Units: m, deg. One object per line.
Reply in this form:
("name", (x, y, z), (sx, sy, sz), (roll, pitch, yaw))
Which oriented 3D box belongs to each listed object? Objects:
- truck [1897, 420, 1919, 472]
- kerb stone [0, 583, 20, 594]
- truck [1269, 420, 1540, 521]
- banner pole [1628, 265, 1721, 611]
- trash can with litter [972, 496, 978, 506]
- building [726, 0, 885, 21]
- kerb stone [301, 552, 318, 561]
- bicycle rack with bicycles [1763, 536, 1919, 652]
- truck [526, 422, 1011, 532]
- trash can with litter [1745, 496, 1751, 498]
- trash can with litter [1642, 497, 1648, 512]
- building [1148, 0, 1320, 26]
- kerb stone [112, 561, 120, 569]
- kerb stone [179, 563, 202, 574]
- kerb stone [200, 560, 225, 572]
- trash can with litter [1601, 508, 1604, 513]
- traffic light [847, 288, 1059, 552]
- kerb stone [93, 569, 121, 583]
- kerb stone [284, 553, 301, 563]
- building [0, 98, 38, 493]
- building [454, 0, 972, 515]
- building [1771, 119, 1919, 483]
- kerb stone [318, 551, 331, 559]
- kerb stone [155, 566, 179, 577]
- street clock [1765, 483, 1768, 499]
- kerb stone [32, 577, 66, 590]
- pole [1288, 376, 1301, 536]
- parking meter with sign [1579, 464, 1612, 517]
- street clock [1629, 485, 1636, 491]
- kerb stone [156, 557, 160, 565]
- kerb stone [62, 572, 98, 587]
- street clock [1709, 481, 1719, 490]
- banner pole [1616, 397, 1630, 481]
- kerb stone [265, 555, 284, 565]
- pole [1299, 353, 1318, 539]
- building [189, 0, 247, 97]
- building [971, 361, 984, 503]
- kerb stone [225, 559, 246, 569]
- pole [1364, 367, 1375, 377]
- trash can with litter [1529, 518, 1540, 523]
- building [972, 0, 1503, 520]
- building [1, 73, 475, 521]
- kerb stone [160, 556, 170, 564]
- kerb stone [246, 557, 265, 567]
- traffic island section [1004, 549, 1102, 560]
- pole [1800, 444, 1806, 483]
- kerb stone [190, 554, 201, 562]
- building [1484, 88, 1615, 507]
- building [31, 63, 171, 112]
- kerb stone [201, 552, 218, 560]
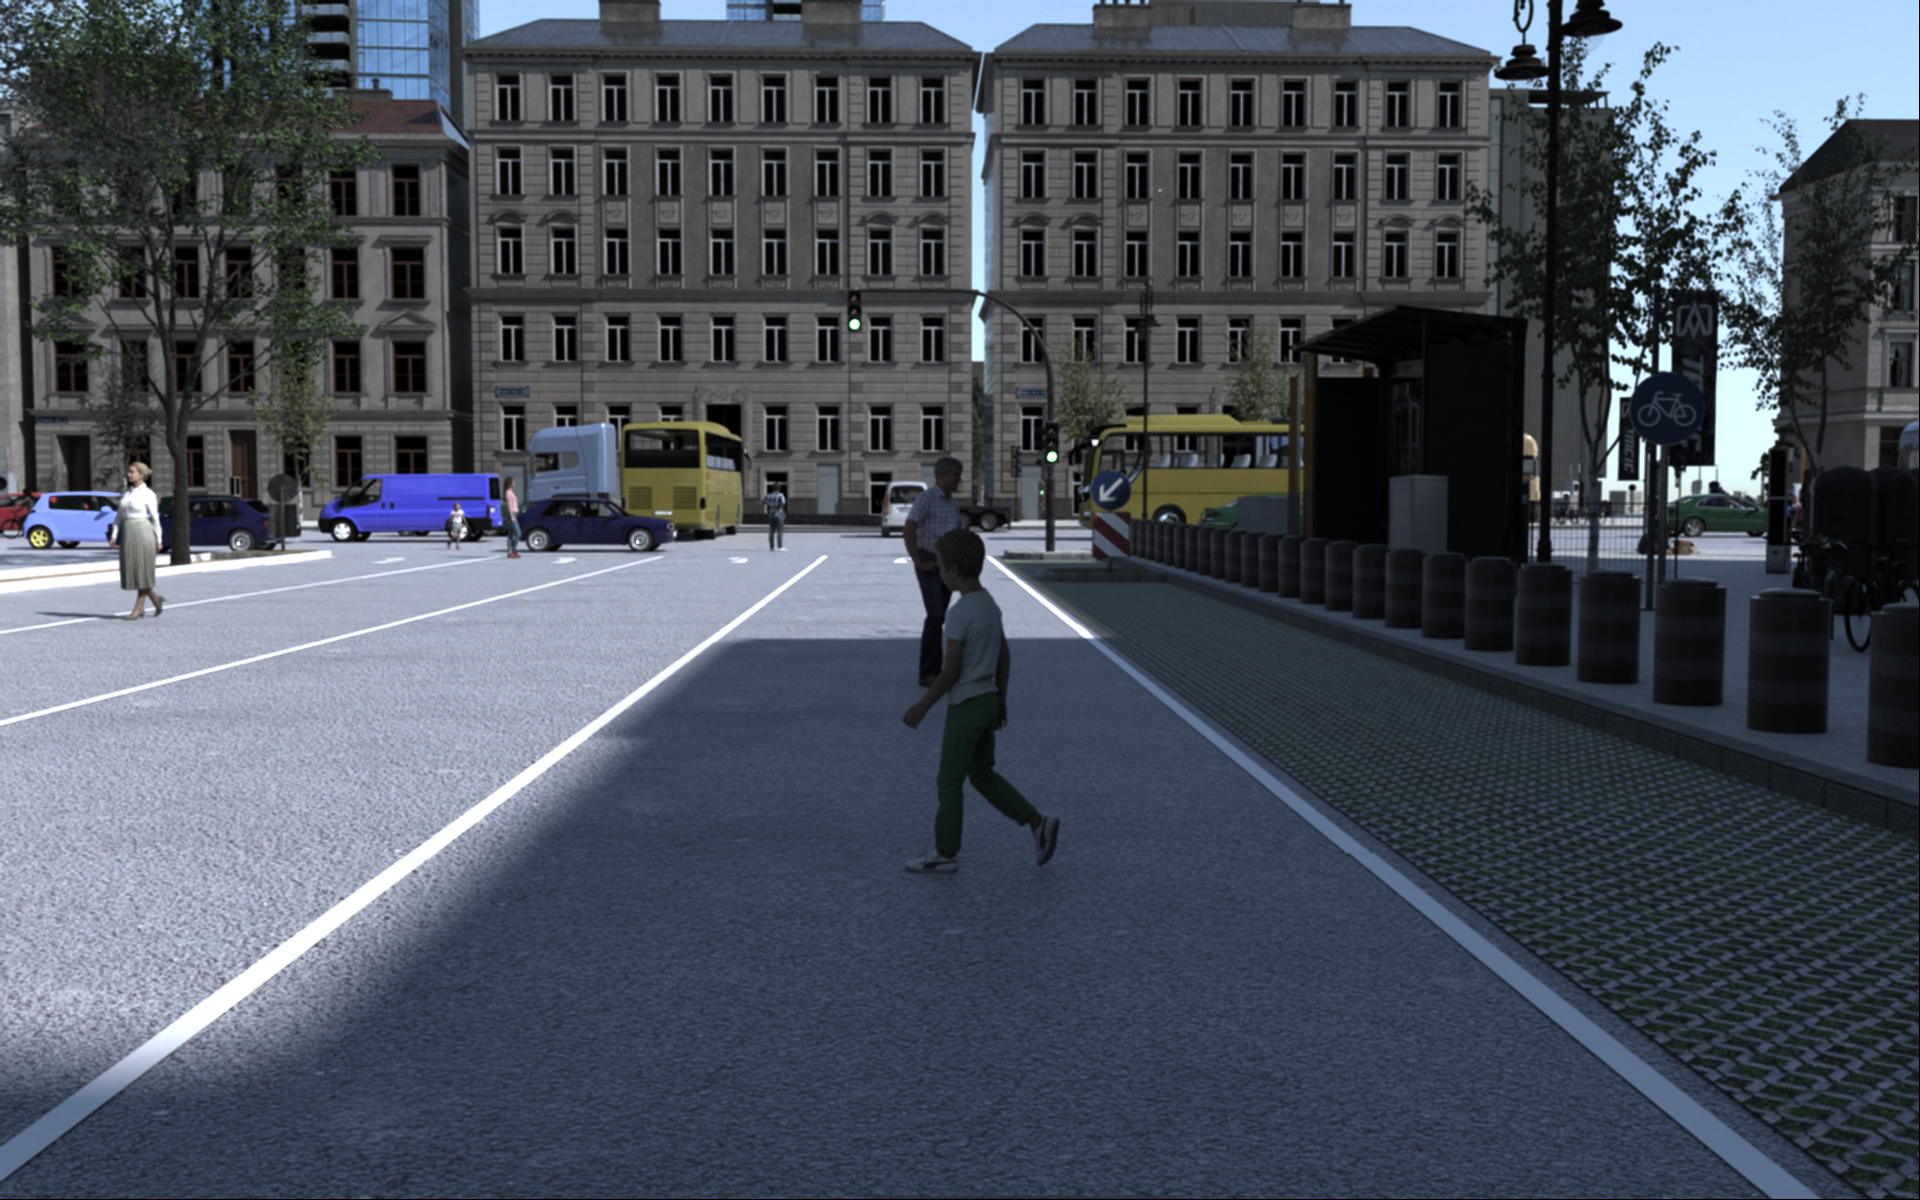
("truck", (39.714, -4.103, 56.845), (18.799, 4.110, 2.967), (0, 4, -3))
("kerb stone", (-13.828, -0.176, 25.148), (0.120, 0.150, 1.000), (0, 4, -2))
("truck", (17.254, -4.781, 67.084), (11.283, 4.237, 2.839), (0, 4, -3))
("banner pole", (7.847, -1.771, 18.981), (0.863, 3.779, 0.401), (2, 4, 26))
("trash can with litter", (1.269, -7.377, 131.994), (1.055, 1.170, 0.624), (3, 4, 38))
("building", (-21.488, -57.471, 252.325), (31.000, 86.520, 22.319), (0, 4, -2))
("kerb stone", (-14.192, -0.936, 37.494), (0.120, 0.150, 1.000), (0, 4, -2))
("bicycle rack with bicycles", (7.864, -0.038, 14.005), (2.852, 0.926, 2.925), (2, 4, 29))
("truck", (-7.491, -4.642, 65.652), (18.799, 4.110, 2.967), (0, 4, -1))
("trash can with litter", (59.916, -7.331, 131.256), (1.055, 1.170, 0.624), (-1, 4, -22))
("trash can with litter", (48.494, -6.823, 122.620), (2.233, 1.210, 1.678), (-2, 4, -35))
("building", (22.084, -28.394, 147.837), (14.154, 41.232, 14.086), (0, 4, -2))
("kerb stone", (-16.172, -0.679, 33.290), (0.120, 0.150, 1.000), (0, 4, -2))
("kerb stone", (-14.011, -0.553, 31.312), (0.120, 0.150, 1.000), (0, 4, -2))
("kerb stone", (-14.039, -0.621, 32.345), (0.120, 0.150, 1.000), (0, 4, -2))
("trash can with litter", (42.877, -6.428, 116.477), (1.055, 1.170, 0.624), (0, 4, 8))
("traffic light", (-0.100, -3.899, 38.415), (4.771, 5.953, 1.251), (0, 4, -2))
("kerb stone", (-13.919, -0.369, 28.227), (0.120, 0.150, 1.000), (0, 4, -2))
("kerb stone", (-14.154, -0.872, 36.460), (0.120, 0.150, 1.000), (0, 4, -2))
("building", (-53.720, -14.208, 87.054), (16.860, 20.320, 10.420), (0, 4, -2))
("building", (-11.635, -17.850, 89.110), (25.104, 27.353, 12.463), (0, 4, -2))
("building", (46.494, -14.668, 90.739), (40.483, 20.767, 10.553), (0, 4, -2))
("kerb stone", (-14.221, -0.999, 38.528), (0.120, 0.150, 1.000), (0, 4, -2))
("kerb stone", (-13.968, -0.490, 30.286), (0.120, 0.150, 1.000), (0, 4, -2))
("street clock", (52.146, -6.558, 111.800), (0.471, 2.002, 0.358), (1, 4, 13))
("kerb stone", (-13.857, -0.243, 26.175), (0.120, 0.150, 1.000), (0, 4, -2))
("pole", (5.823, -2.221, 30.164), (0.158, 3.312, 0.155), (0, 3, 0))
("parking meter with sign", (36.211, -6.266, 98.703), (1.738, 3.016, 0.543), (1, 4, 14))
("street clock", (50.969, -7.754, 131.340), (0.358, 2.002, 0.471), (-3, 4, -39))
("kerb stone", (-16.190, -0.736, 34.321), (0.120, 0.150, 1.000), (0, 4, -2))
("kerb stone", (-13.883, -0.303, 27.201), (0.120, 0.150, 1.000), (0, 4, -2))
("street clock", (42.303, -5.664, 97.182), (0.471, 2.002, 0.358), (3, 5, 44))
("banner pole", (15.298, -3.008, 39.192), (0.863, 3.779, 0.401), (3, 4, 39))
("kerb stone", (-14.123, -0.805, 35.435), (0.120, 0.150, 1.000), (0, 4, -2))
("pole", (5.092, -1.918, 25.196), (0.158, 3.312, 0.155), (0, 3, 0))
("building", (-60.592, -52.382, 169.114), (31.000, 86.520, 22.319), (0, 4, -2))
("building", (8.763, -25.222, 257.420), (28.899, 21.520, 27.650), (0, 4, -2))
("kerb stone", (-14.065, -0.684, 33.371), (0.120, 0.150, 1.000), (0, 4, -2))
("pole", (6.590, -2.088, 27.980), (0.158, 3.312, 0.155), (0, 3, 0))
("trash can with litter", (25.309, -4.008, 76.912), (1.055, 1.170, 0.624), (-2, 4, -33))
("building", (13.556, -17.906, 90.023), (25.104, 27.353, 12.463), (0, 4, -2))
("building", (-34.736, -15.403, 87.998), (21.152, 22.565, 11.583), (0, 4, -2))
("kerb stone", (-16.231, -0.804, 35.347), (0.120, 0.150, 1.000), (0, 4, -2))
("kerb stone", (-14.101, -0.747, 34.403), (0.120, 0.150, 1.000), (0, 4, -2))
("traffic island section", (2.029, -1.006, 38.732), (2.009, 0.180, 2.903), (0, 4, -2))
("pole", (34.662, -4.734, 71.244), (0.158, 3.312, 0.155), (0, 3, 0))
("kerb stone", (-16.262, -0.868, 36.383), (0.120, 0.150, 1.000), (0, 4, -2))
("building", (57.390, -30.253, 178.232), (14.086, 41.232, 14.154), (0, 4, -2))
("building", (-83.511, -32.041, 173.977), (14.200, 45.320, 14.600), (0, 4, -2))
("kerb stone", (-16.293, -0.930, 37.409), (0.120, 0.150, 1.000), (0, 4, -2))
